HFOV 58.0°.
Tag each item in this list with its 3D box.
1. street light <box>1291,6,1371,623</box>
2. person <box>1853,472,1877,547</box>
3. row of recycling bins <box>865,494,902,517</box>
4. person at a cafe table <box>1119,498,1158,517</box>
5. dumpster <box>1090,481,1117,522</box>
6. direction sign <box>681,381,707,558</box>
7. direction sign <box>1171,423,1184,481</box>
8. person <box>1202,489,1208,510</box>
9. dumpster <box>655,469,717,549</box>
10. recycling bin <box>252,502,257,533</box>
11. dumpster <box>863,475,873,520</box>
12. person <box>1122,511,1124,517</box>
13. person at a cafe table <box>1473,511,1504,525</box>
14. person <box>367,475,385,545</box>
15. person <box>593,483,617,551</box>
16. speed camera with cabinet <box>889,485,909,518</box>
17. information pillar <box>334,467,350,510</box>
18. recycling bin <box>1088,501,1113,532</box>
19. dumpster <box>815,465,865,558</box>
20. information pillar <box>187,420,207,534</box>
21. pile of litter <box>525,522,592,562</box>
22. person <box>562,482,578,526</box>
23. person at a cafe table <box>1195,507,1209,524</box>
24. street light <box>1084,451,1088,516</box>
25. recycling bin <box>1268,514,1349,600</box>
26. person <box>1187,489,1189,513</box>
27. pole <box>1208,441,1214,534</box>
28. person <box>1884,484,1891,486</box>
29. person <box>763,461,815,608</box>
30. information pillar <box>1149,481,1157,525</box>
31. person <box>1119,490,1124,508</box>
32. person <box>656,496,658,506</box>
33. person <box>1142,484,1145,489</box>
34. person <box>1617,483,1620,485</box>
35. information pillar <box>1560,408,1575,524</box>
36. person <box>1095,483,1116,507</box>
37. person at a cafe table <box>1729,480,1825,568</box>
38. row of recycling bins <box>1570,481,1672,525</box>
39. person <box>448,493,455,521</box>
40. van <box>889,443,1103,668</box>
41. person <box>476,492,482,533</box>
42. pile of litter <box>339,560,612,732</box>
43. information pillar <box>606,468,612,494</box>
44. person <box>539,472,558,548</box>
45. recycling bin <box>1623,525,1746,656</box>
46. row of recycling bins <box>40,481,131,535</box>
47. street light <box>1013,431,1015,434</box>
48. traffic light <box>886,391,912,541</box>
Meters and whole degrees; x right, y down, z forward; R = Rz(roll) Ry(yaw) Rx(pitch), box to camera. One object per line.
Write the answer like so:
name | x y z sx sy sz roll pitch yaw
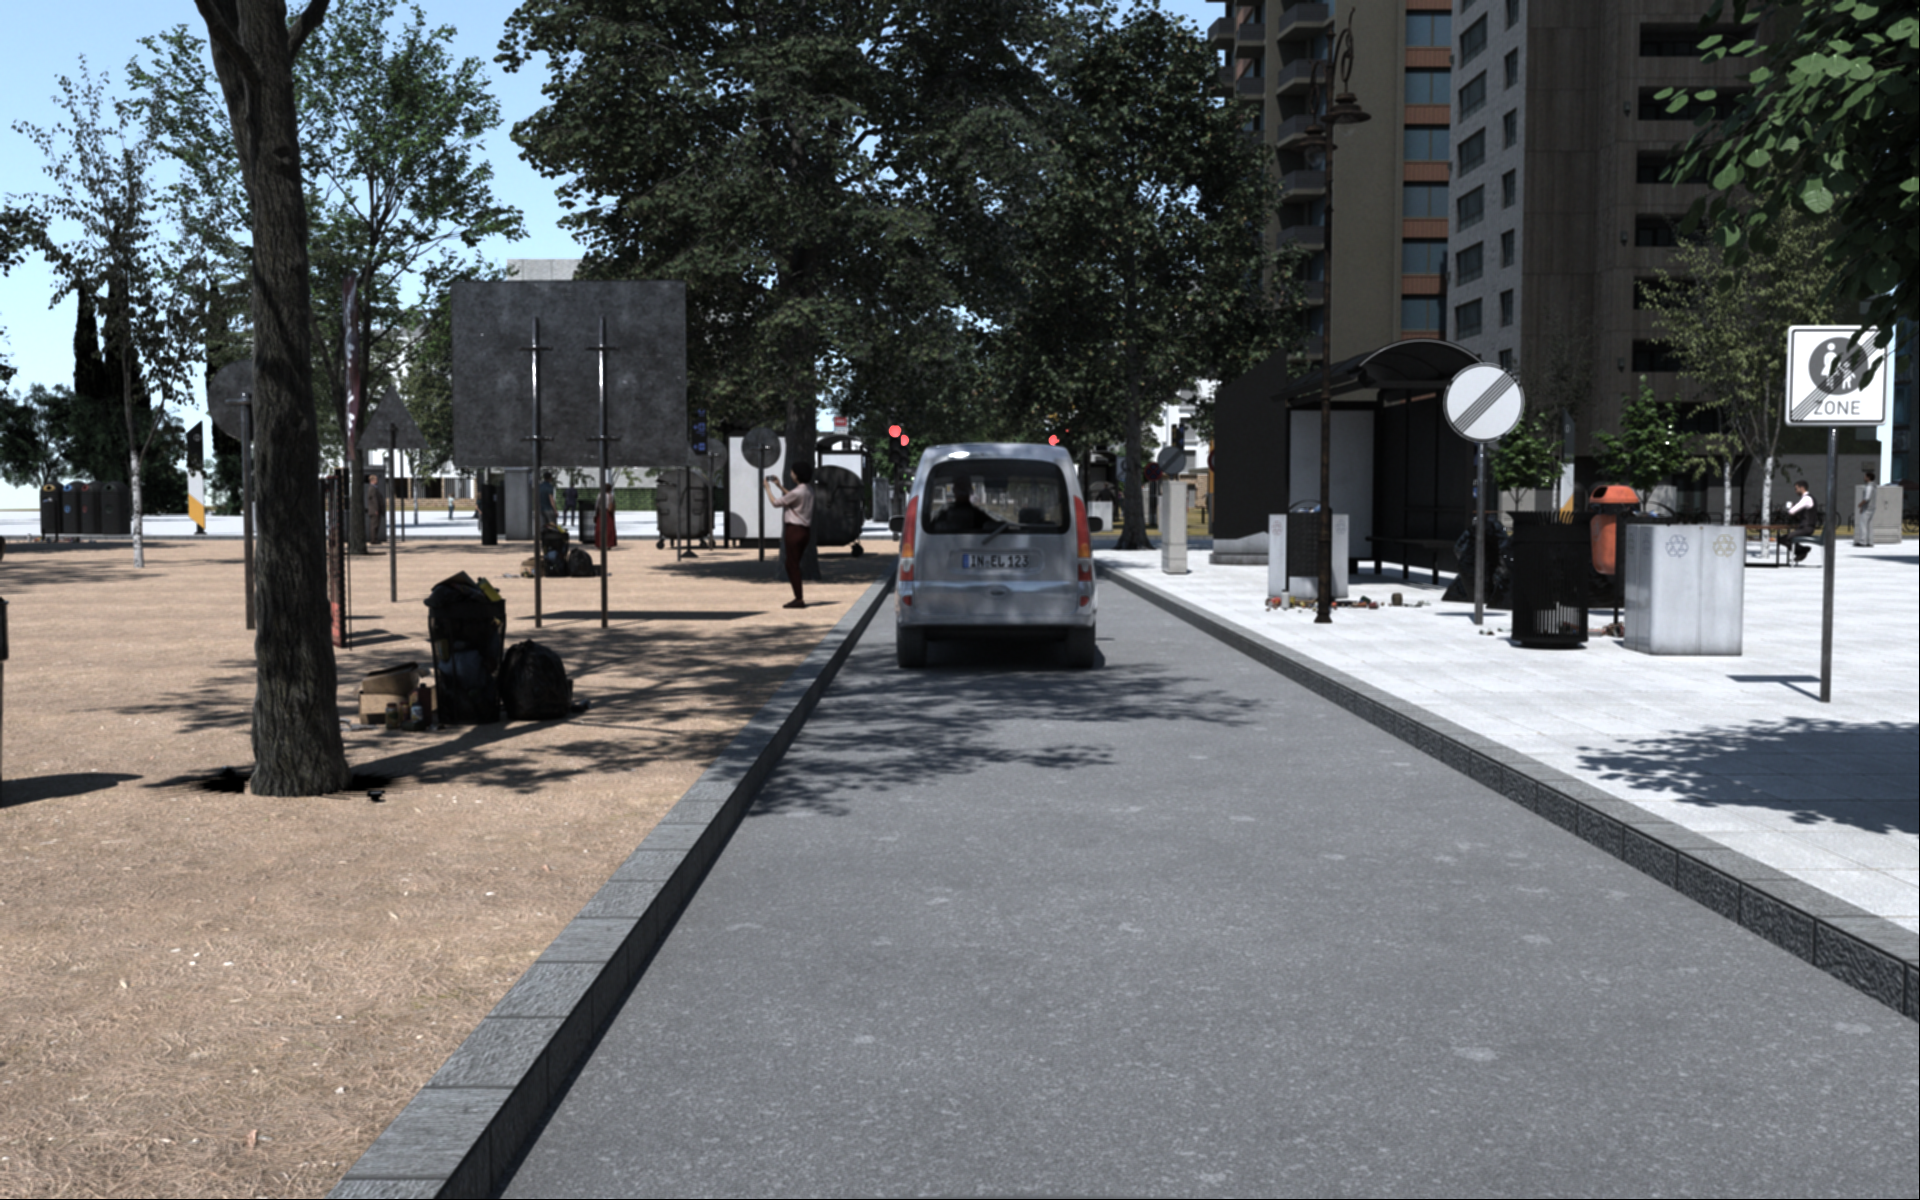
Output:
street light | 3.624 -2.711 17.106 0.468 5.910 1.993 0 4 0
person | 21.921 -2.186 41.934 0.789 1.805 0.875 3 5 43
row of recycling bins | -4.275 -5.635 99.243 3.534 1.692 1.069 -2 4 -30
person at a cafe table | 9.219 -4.885 90.731 1.726 1.238 1.698 2 4 32
dumpster | 6.472 -4.475 78.931 1.264 1.857 1.865 0 4 0
direction sign | -5.480 -2.625 34.916 0.876 3.537 0.379 1 4 23
direction sign | 7.027 -3.911 55.947 0.379 3.537 0.876 -1 4 -19
person | 19.678 -8.009 137.713 0.721 1.736 1.217 -2 4 -32
dumpster | -6.455 -2.141 40.763 1.264 1.857 1.865 0 3 0
recycling bin | -23.141 -2.735 57.270 0.722 1.027 0.722 -2 4 -33
dumpster | -5.011 -5.091 85.726 1.502 2.255 1.985 0 3 0
person | 8.977 -5.229 94.764 0.776 1.435 0.726 1 4 11
person at a cafe table | 16.764 -2.812 56.843 1.726 1.238 1.698 2 4 32
person | -14.824 -2.287 43.987 0.434 1.755 0.990 -1 4 -20
person | -8.064 -1.886 39.339 0.523 1.526 0.387 -1 4 -9
speed camera with cabinet | -2.913 -6.050 93.249 2.038 3.252 0.660 1 4 15
information pillar | -17.088 -2.656 47.921 0.304 2.012 0.304 1 4 20
recycling bin | 4.753 -2.827 58.778 0.722 1.027 0.722 -1 4 -10
dumpster | -2.617 -1.824 35.586 1.264 1.857 1.865 0 4 0
information pillar | -24.222 -3.888 54.931 0.504 3.616 0.183 0 4 -6
pile of litter | -6.331 -0.793 26.932 1.719 0.858 1.176 0 4 2
person | -15.715 -3.863 69.648 0.683 1.767 0.568 -2 4 -24
person at a cafe table | 11.003 -3.895 74.539 1.698 1.238 1.726 0 4 5
street light | 3.375 -4.497 46.316 0.468 5.910 1.993 0 4 0
recycling bin | 4.307 -0.542 21.415 0.722 1.027 0.722 -2 4 -35
person | 15.325 -6.708 117.424 0.444 1.614 0.593 2 4 30
pole | 8.028 -3.748 55.123 0.158 3.312 0.155 0 3 0
person | 28.480 -2.694 53.249 0.576 1.737 0.504 -2 4 -24
person | -1.915 -0.733 19.492 0.517 1.644 0.566 -2 4 -25
information pillar | 7.898 -4.062 70.902 0.304 2.012 0.304 0 4 -3
person | 14.219 -9.070 155.021 1.217 1.739 0.721 3 5 43
person | -13.623 -4.453 79.396 0.434 1.755 0.990 2 4 23
person | 8.868 -4.815 85.217 0.568 1.767 0.683 2 4 25
person | 17.479 -2.359 46.321 0.593 1.614 0.444 2 4 35
information pillar | 16.556 -3.418 47.236 0.504 3.616 0.183 -3 4 -36
person | 5.949 -3.953 71.222 0.990 1.755 0.434 -1 4 -17
person at a cafe table | 14.471 -1.346 30.517 1.622 1.524 1.698 2 4 35
row of recycling bins | 21.037 -2.960 55.513 3.534 1.692 1.069 2 4 34
person | -24.487 -4.491 83.377 0.435 1.345 0.340 1 4 16
van | 0.325 -0.529 15.667 2.013 2.044 4.112 0 4 1
person | -15.813 -2.901 57.387 0.340 1.345 0.435 0 4 6
pile of litter | -2.941 0.248 9.908 1.719 0.858 1.176 -1 4 -20
information pillar | -11.794 -4.084 58.126 0.183 3.616 0.504 0 4 5
person | -9.697 -2.124 40.905 0.434 1.807 0.598 -3 5 -39
recycling bin | 5.865 -0.092 14.051 0.722 1.027 0.722 0 4 3
row of recycling bins | -27.791 -2.932 55.045 3.534 1.692 1.069 1 4 23
street light | 3.196 -7.799 100.297 0.468 5.910 1.993 0 4 0
traffic light | -1.732 -3.554 47.035 0.839 4.253 0.868 0 4 0
